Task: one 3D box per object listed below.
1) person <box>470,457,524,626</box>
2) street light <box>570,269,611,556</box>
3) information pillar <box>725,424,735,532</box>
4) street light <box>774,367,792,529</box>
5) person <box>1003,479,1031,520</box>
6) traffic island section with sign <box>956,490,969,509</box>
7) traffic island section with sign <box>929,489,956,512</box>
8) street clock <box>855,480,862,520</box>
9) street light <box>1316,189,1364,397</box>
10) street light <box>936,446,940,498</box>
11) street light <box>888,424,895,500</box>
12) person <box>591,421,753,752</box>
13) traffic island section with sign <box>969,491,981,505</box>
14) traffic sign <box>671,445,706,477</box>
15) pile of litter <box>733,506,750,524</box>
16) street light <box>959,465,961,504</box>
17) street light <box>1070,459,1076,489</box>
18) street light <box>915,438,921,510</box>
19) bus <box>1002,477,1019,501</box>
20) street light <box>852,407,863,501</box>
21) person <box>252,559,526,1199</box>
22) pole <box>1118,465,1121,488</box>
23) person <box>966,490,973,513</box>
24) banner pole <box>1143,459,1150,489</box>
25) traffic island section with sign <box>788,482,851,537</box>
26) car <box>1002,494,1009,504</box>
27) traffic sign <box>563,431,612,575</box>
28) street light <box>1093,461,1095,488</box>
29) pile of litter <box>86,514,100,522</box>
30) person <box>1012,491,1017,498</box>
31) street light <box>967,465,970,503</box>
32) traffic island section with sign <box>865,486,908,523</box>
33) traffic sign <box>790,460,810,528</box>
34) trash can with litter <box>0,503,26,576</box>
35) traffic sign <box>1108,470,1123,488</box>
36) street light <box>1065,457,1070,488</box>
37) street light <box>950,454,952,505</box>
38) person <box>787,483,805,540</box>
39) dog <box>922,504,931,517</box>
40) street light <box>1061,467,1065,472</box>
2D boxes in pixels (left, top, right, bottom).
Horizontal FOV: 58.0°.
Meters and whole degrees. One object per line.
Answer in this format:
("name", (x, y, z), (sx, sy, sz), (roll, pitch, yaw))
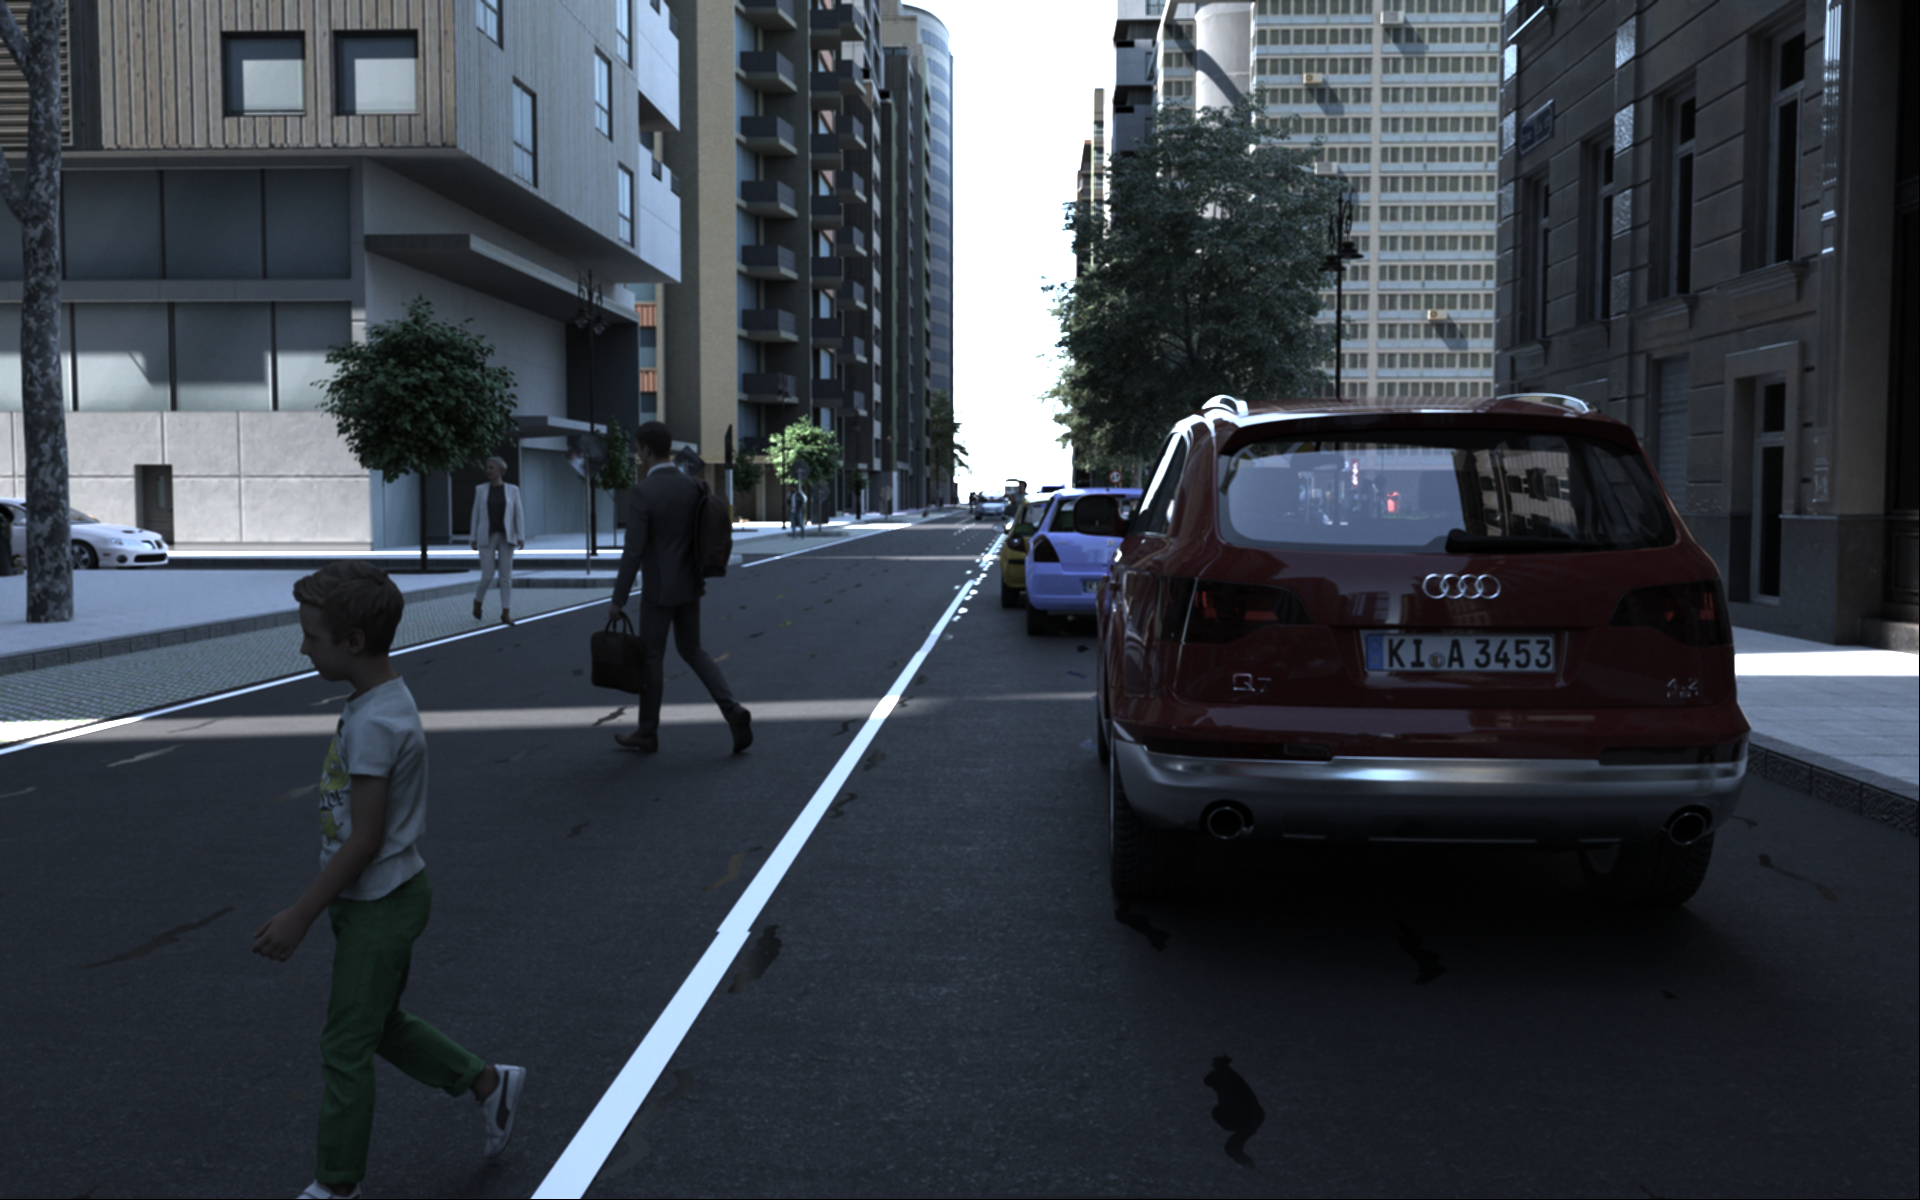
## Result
("person", (-5.118, -0.653, 19.062), (0.514, 1.842, 0.818), (-3, 4, -36))
("street light", (-7.601, -3.852, 35.776), (0.468, 5.910, 1.993), (0, 4, 2))
("information pillar", (-7.779, -4.096, 58.328), (0.183, 3.616, 0.504), (-2, 4, -28))
("street light", (-6.409, -5.512, 62.904), (0.468, 5.910, 1.993), (0, 4, 2))
("person", (1.364, -2.002, 41.589), (0.716, 1.782, 0.532), (1, 4, 18))
("traffic island section with sign", (-0.439, -9.411, 162.496), (1.989, 1.847, 2.006), (0, 4, 2))
("traffic island section with sign", (-1.556, -7.719, 134.826), (1.989, 1.847, 2.006), (0, 4, 2))
("street clock", (-5.097, -5.032, 86.850), (0.358, 2.002, 0.471), (-1, 4, -17))
("street light", (5.815, -3.294, 26.645), (0.468, 5.910, 1.993), (0, 4, 2))
("street light", (-2.167, -11.885, 167.109), (0.468, 5.910, 1.993), (0, 4, 2))
("street light", (-4.484, -8.545, 112.497), (0.468, 5.910, 1.993), (0, 4, 2))
("person", (-1.586, -0.065, 9.528), (0.822, 1.834, 0.622), (2, 4, 29))
("traffic island section with sign", (1.818, -12.782, 217.617), (1.989, 1.847, 2.006), (0, 4, 2))
("traffic sign", (-5.594, -1.950, 35.523), (0.795, 2.450, 0.064), (0, 4, 2))
("pile of litter", (-9.791, -3.791, 75.956), (1.176, 0.858, 1.719), (0, 4, 4))
("street light", (0.030, -15.288, 222.747), (0.468, 5.910, 1.993), (0, 4, 2))
("street light", (12.306, -13.017, 185.623), (0.468, 5.910, 1.993), (0, 4, 2))
("street light", (-3.414, -10.219, 139.873), (0.468, 5.910, 1.993), (0, 4, 2))
("bus", (7.869, -16.462, 260.692), (2.896, 3.916, 12.252), (0, 4, 2))
("street light", (-5.362, -7.199, 90.499), (0.468, 5.910, 1.993), (0, 4, 2))
("person", (-1.138, 0.567, 3.481), (0.590, 1.304, 0.306), (-3, 5, -41))
("pole", (9.852, -6.915, 106.897), (0.158, 3.312, 0.155), (0, 3, 0))
("person", (0.755, -7.669, 134.337), (0.568, 1.767, 0.683), (-2, 4, -23))
("banner pole", (11.703, -7.164, 107.141), (0.863, 3.779, 0.401), (1, 4, 20))
("traffic island section with sign", (-4.703, -3.036, 58.259), (1.989, 1.847, 2.006), (0, 4, 2))
("car", (4.887, -11.994, 208.103), (2.014, 1.417, 4.499), (0, 4, 0))
("traffic sign", (-5.920, -1.462, 27.544), (0.795, 2.450, 0.064), (0, 4, 2))
("street light", (10.091, -9.647, 130.519), (0.468, 5.910, 1.993), (0, 4, 2))
("pile of litter", (-18.199, -1.345, 35.958), (1.719, 0.858, 1.176), (0, 4, 0))
("person", (7.243, -12.953, 220.419), (1.348, 1.807, 0.705), (-2, 4, -24))
("street light", (1.274, -16.964, 250.155), (0.468, 5.910, 1.993), (0, 4, 2))
("traffic island section with sign", (-3.584, -4.683, 85.191), (1.989, 1.847, 2.006), (0, 4, 2))
("traffic sign", (-6.072, -4.007, 65.626), (0.768, 2.556, 0.104), (0, 4, 4))
("trash can with litter", (-15.139, -0.968, 27.221), (0.624, 1.170, 1.055), (-1, 4, -10))
("traffic sign", (8.112, -5.524, 90.422), (0.768, 2.556, 0.104), (1, 4, 11))
("street light", (13.555, -14.759, 214.090), (0.468, 5.910, 1.993), (0, 4, 2))
("street light", (-1.044, -13.629, 195.614), (0.468, 5.910, 1.993), (0, 4, 2))
("person", (-5.158, -2.783, 54.351), (0.623, 1.781, 0.721), (1, 4, 10))
("dog", (-2.100, -5.483, 106.490), (0.513, 0.831, 0.800), (-1, 4, -16))
("street light", (14.654, -16.440, 241.586), (0.468, 5.910, 1.993), (0, 4, 2))
